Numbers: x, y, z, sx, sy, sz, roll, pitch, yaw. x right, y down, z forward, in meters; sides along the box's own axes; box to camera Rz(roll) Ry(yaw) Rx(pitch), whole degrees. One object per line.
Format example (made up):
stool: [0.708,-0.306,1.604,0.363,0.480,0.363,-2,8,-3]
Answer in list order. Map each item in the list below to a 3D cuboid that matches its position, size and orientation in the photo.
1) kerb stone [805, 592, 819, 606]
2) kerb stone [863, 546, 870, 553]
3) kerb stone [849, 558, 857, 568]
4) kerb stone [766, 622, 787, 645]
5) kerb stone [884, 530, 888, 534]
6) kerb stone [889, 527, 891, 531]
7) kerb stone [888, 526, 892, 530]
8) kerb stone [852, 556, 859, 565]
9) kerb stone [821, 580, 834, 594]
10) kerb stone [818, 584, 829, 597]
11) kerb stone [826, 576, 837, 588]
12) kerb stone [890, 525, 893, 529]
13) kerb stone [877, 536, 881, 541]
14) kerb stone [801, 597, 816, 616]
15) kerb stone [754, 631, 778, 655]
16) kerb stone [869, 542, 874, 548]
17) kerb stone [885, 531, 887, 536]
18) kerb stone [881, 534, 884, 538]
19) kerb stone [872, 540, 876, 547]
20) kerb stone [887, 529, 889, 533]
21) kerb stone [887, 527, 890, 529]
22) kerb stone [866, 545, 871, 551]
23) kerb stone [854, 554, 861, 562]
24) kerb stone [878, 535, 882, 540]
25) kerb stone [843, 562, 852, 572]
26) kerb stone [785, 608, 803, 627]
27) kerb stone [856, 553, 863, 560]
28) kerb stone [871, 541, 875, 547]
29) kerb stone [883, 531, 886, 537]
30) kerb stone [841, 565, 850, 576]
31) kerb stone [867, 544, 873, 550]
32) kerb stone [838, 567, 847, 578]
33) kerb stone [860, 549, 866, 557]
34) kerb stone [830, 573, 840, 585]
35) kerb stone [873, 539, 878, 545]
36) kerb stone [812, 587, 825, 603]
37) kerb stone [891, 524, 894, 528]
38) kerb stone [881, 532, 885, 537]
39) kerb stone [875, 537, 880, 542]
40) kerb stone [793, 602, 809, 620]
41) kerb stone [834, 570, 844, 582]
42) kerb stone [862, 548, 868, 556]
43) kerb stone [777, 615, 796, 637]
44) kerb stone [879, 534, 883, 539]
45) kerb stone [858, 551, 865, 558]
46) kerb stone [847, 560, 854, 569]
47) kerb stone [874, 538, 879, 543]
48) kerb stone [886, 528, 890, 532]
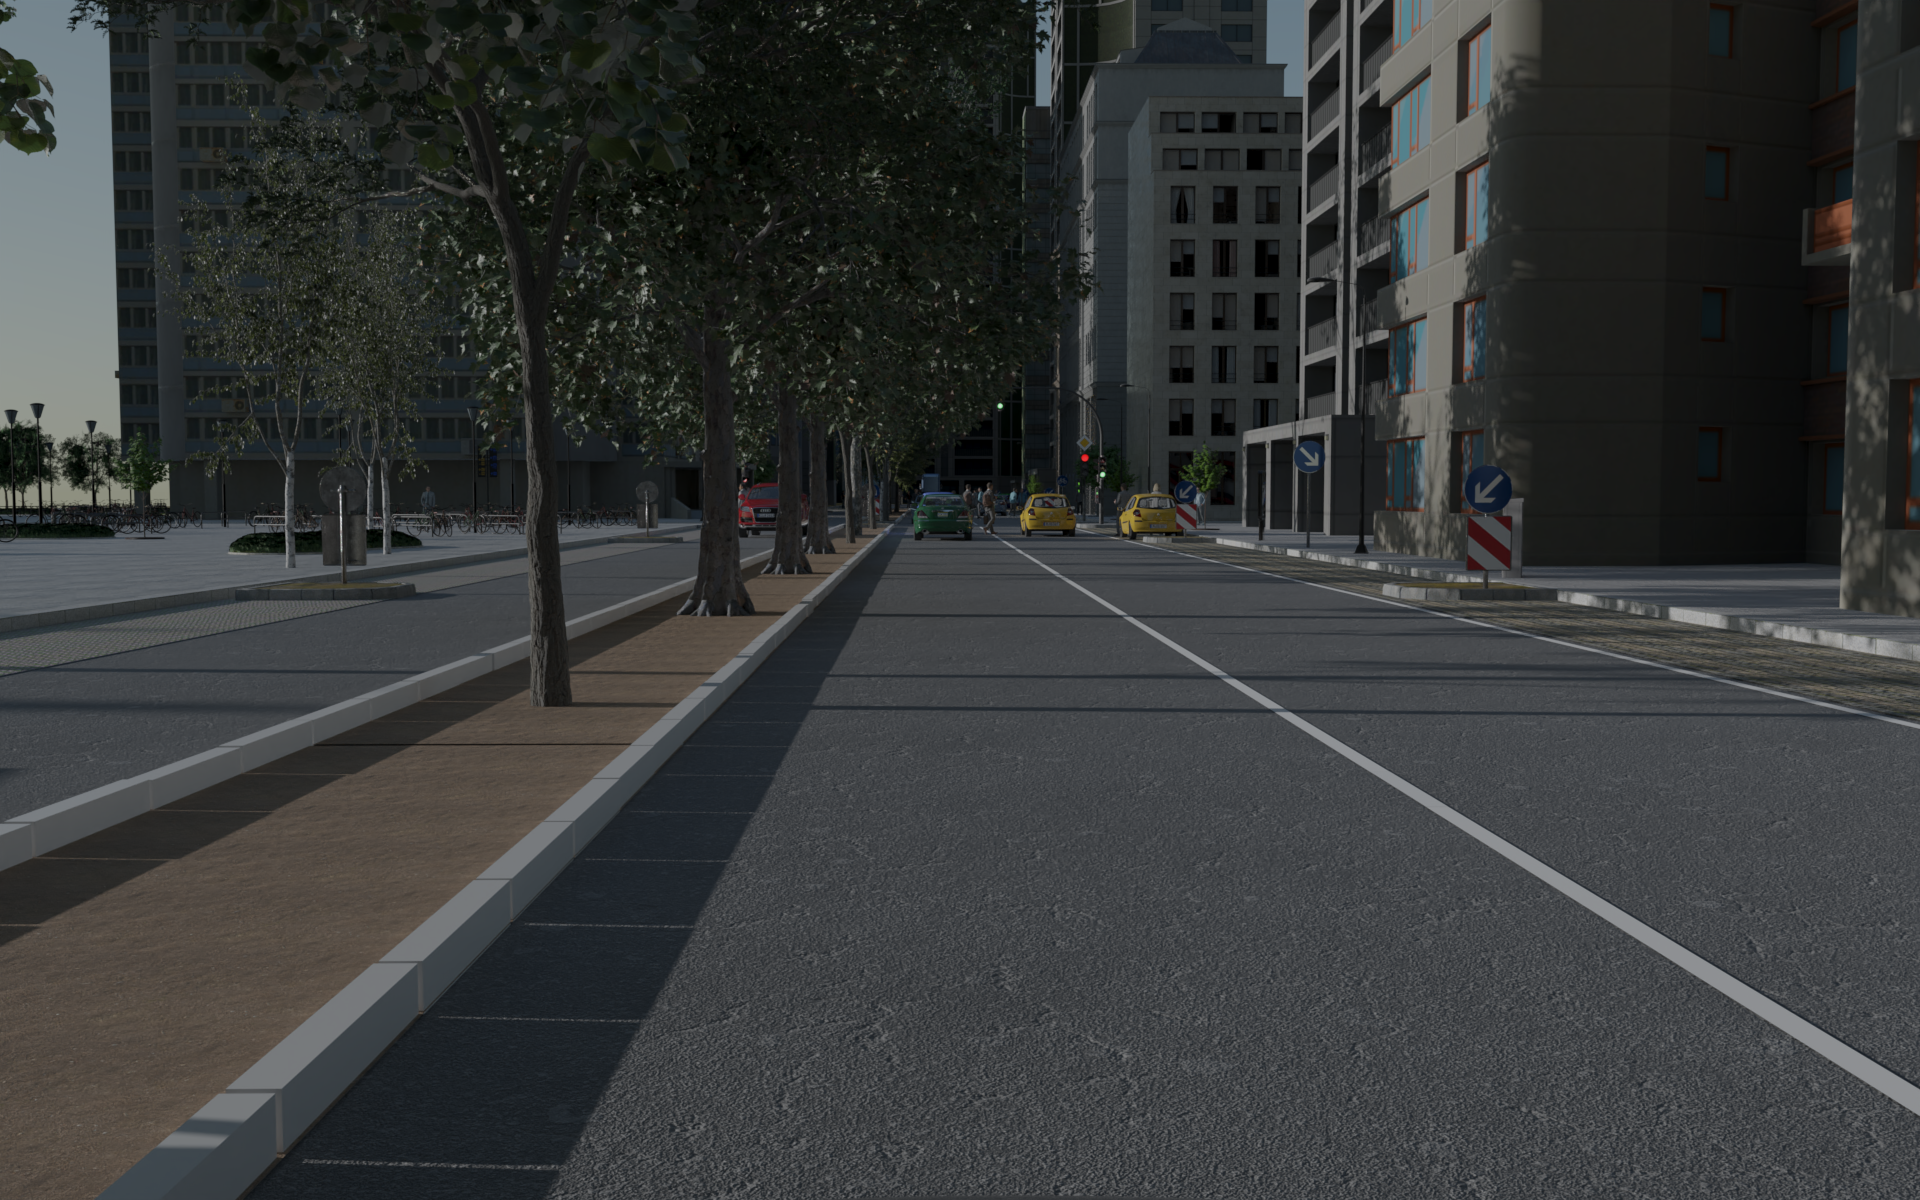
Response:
kerb stone: [-1.880,0.035,21.633,0.120,0.150,1.000,0,4,-1]
kerb stone: [-2.224,-1.094,40.097,0.120,0.150,1.000,0,4,-1]
kerb stone: [-2.093,-0.655,32.913,0.120,0.150,1.000,0,4,-1]
kerb stone: [-1.772,0.348,16.508,0.120,0.150,1.000,0,4,-1]
kerb stone: [-2.562,-2.160,57.527,0.120,0.150,1.000,0,4,-1]
kerb stone: [-2.655,-2.474,62.653,0.120,0.150,1.000,0,4,-1]
kerb stone: [-2.681,-2.537,63.675,0.120,0.150,1.000,0,4,-1]
kerb stone: [-2.111,-0.718,33.935,0.120,0.150,1.000,0,4,-1]
kerb stone: [-1.926,-0.154,24.717,0.120,0.150,1.000,0,4,-1]
kerb stone: [-1.913,-0.089,23.695,0.120,0.150,1.000,0,4,-1]
kerb stone: [-1.946,-0.215,25.739,0.120,0.150,1.000,0,4,-1]
kerb stone: [-2.715,-2.662,65.724,0.120,0.150,1.000,0,4,-1]
kerb stone: [-2.400,-1.655,49.326,0.120,0.150,1.000,0,4,-1]
kerb stone: [-1.839,0.101,20.610,0.120,0.150,1.000,0,4,-1]
kerb stone: [-1.757,0.410,15.485,0.120,0.150,1.000,0,4,-1]
kerb stone: [-2.282,-1.283,43.166,0.120,0.150,1.000,0,4,-1]
kerb stone: [-2.540,-2.096,56.505,0.120,0.150,1.000,0,4,-1]
kerb stone: [-2.458,-1.846,52.403,0.120,0.150,1.000,0,4,-1]
kerb stone: [-2.322,-1.402,45.221,0.120,0.150,1.000,0,4,-1]
kerb stone: [-2.590,-2.285,59.573,0.120,0.150,1.000,0,4,-1]
kerb stone: [-2.644,-2.410,61.631,0.120,0.150,1.000,0,4,-1]
kerb stone: [-2.248,-1.157,41.119,0.120,0.150,1.000,0,4,-1]
kerb stone: [-2.124,-0.780,34.965,0.120,0.150,1.000,0,4,-1]
kerb stone: [-2.426,-1.722,50.348,0.120,0.150,1.000,0,4,-1]
kerb stone: [-2.046,-0.530,30.866,0.120,0.150,1.000,0,4,-1]
kerb stone: [-1.809,0.223,18.556,0.120,0.150,1.000,0,4,-1]
kerb stone: [-2.152,-0.836,35.987,0.120,0.150,1.000,0,4,-1]
kerb stone: [-2.301,-1.346,44.199,0.120,0.150,1.000,0,4,-1]
kerb stone: [-2.519,-2.032,55.482,0.120,0.150,1.000,0,4,-1]
kerb stone: [-2.022,-0.464,29.845,0.120,0.150,1.000,0,4,-1]
kerb stone: [-2.259,-1.220,42.144,0.120,0.150,1.000,0,4,-1]
kerb stone: [-2.006,-0.405,28.816,0.120,0.150,1.000,0,4,-1]
kerb stone: [-2.190,-0.968,38.030,0.120,0.150,1.000,0,4,-1]
kerb stone: [-1.973,-0.279,26.760,0.120,0.150,1.000,0,4,-1]
kerb stone: [-2.341,-1.465,46.243,0.120,0.150,1.000,0,4,-1]
kerb stone: [-1.891,-0.028,22.661,0.120,0.150,1.000,0,4,-1]
kerb stone: [-2.762,-2.787,67.769,0.120,0.150,1.000,0,4,-1]
kerb stone: [-2.506,-1.973,54.453,0.120,0.150,1.000,0,4,-1]
kerb stone: [-2.382,-1.596,48.290,0.120,0.150,1.000,0,4,-1]
kerb stone: [-1.829,0.161,19.578,0.120,0.150,1.000,0,4,-1]
kerb stone: [-1.991,-0.340,27.782,0.120,0.150,1.000,0,4,-1]
kerb stone: [-2.200,-1.031,39.060,0.120,0.150,1.000,0,4,-1]
kerb stone: [-1.787,0.285,17.530,0.120,0.150,1.000,0,4,-1]
kerb stone: [-2.445,-1.784,51.370,0.120,0.150,1.000,0,4,-1]
kerb stone: [-2.169,-0.906,37.008,0.120,0.150,1.000,0,4,-1]
kerb stone: [-2.073,-0.592,31.888,0.120,0.150,1.000,0,4,-1]
kerb stone: [-2.357,-1.533,47.265,0.120,0.150,1.000,0,4,-1]
kerb stone: [-2.624,-2.346,60.610,0.120,0.150,1.000,0,4,-1]
